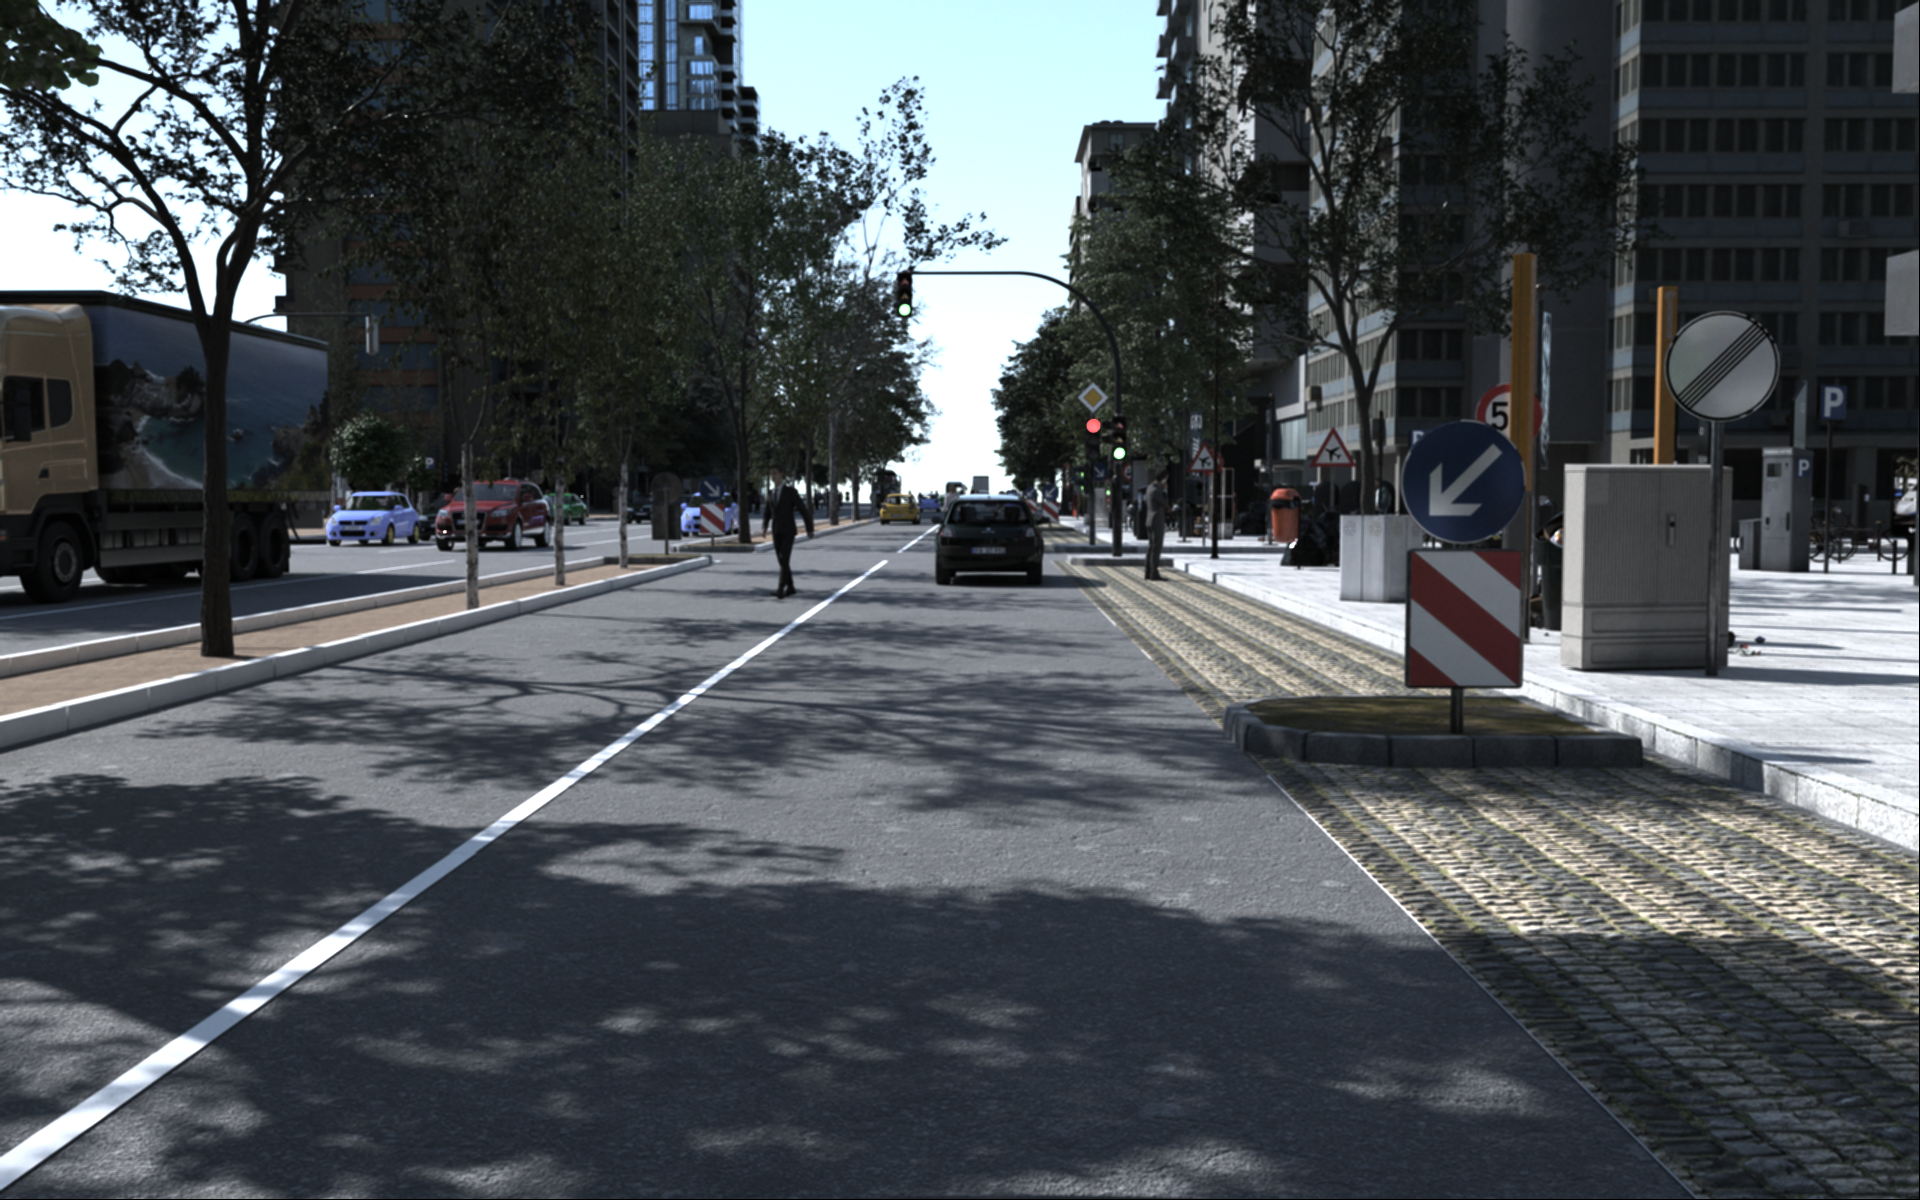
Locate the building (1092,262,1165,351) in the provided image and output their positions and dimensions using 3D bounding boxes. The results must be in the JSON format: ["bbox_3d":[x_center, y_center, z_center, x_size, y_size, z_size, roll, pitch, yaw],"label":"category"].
[{"bbox_3d":[23.700,-27.465,220.758,14.160,30.474,14.107,0,4,1],"label":"building"}]

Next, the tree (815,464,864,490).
[{"bbox_3d":[-19.232,-21.202,263.651,9.611,12.733,9.660,0,3,0],"label":"tree"}]

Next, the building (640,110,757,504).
[{"bbox_3d":[-38.221,-36.608,222.238,21.300,48.544,21.600,0,4,1],"label":"building"}]

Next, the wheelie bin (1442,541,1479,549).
[{"bbox_3d":[8.066,-1.202,27.562,0.980,1.594,0.693,-3,5,-43],"label":"wheelie bin"}]

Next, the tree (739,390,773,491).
[{"bbox_3d":[-20.235,-16.274,184.202,7.486,12.596,7.792,0,3,0],"label":"tree"}]

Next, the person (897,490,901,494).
[{"bbox_3d":[-4.459,-7.036,124.276,1.217,1.736,0.721,-2,4,-33],"label":"person"}]

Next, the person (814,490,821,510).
[{"bbox_3d":[-13.056,-9.164,158.311,0.705,1.826,1.348,-2,4,-29],"label":"person"}]

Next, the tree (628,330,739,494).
[{"bbox_3d":[-21.099,-13.653,129.880,9.857,13.997,8.962,0,3,0],"label":"tree"}]

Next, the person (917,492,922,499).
[{"bbox_3d":[-5.186,-13.290,226.341,0.990,1.755,0.434,2,4,30],"label":"person"}]

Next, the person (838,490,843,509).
[{"bbox_3d":[-11.321,-9.331,161.018,0.705,1.831,1.348,-3,4,-37],"label":"person"}]

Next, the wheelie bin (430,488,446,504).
[{"bbox_3d":[-26.843,-4.959,88.984,0.980,1.594,0.693,0,4,0],"label":"wheelie bin"}]

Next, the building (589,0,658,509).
[{"bbox_3d":[-38.052,-44.018,157.944,20.563,71.187,20.611,0,4,1],"label":"building"}]

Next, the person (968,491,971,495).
[{"bbox_3d":[1.255,-11.207,191.699,1.348,1.831,0.705,1,4,16],"label":"person"}]

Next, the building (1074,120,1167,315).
[{"bbox_3d":[30.841,-39.868,241.077,28.713,52.752,27.495,0,4,1],"label":"building"}]

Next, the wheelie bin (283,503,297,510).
[{"bbox_3d":[-30.898,-4.415,80.094,0.980,1.594,0.693,-3,5,-44],"label":"wheelie bin"}]

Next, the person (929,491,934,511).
[{"bbox_3d":[-2.480,-8.633,150.365,1.217,1.736,0.721,0,4,4],"label":"person"}]

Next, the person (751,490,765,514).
[{"bbox_3d":[-14.370,-6.962,123.015,1.217,1.739,0.721,2,4,30],"label":"person"}]

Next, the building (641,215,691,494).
[{"bbox_3d":[-35.734,-24.770,176.686,14.160,30.474,14.107,0,4,1],"label":"building"}]

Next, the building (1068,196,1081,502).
[{"bbox_3d":[27.858,-39.272,265.790,21.300,48.544,21.600,0,4,1],"label":"building"}]

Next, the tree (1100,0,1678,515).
[{"bbox_3d":[6.249,-5.604,26.037,8.767,10.594,7.601,1,4,8],"label":"tree"}]

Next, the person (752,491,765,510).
[{"bbox_3d":[-17.858,-8.804,153.176,1.217,1.736,0.721,1,4,13],"label":"person"}]

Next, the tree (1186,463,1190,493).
[{"bbox_3d":[11.532,-5.864,90.478,1.663,3.219,1.824,0,3,0],"label":"tree"}]

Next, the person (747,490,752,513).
[{"bbox_3d":[-16.175,-7.552,132.785,0.445,1.727,0.742,0,4,-3],"label":"person"}]

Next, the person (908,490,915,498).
[{"bbox_3d":[-4.859,-9.688,166.908,1.348,1.823,0.705,-2,4,-31],"label":"person"}]

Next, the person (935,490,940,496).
[{"bbox_3d":[-2.593,-11.305,192.970,1.348,1.869,0.705,-2,4,-24],"label":"person"}]

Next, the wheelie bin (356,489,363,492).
[{"bbox_3d":[-35.990,-5.847,103.514,0.980,1.594,0.693,2,4,27],"label":"wheelie bin"}]

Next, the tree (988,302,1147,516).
[{"bbox_3d":[6.342,-11.401,103.418,9.611,12.733,9.660,0,3,0],"label":"tree"}]

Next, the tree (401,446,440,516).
[{"bbox_3d":[-21.883,-4.636,70.398,1.663,3.219,1.824,0,3,0],"label":"tree"}]

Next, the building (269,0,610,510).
[{"bbox_3d":[-39.801,-29.277,133.299,22.147,44.769,28.867,0,4,1],"label":"building"}]

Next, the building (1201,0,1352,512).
[{"bbox_3d":[29.436,-31.467,103.724,28.713,52.752,27.495,0,4,1],"label":"building"}]

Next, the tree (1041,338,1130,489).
[{"bbox_3d":[5.908,-7.814,78.115,4.737,8.622,4.395,0,3,0],"label":"tree"}]

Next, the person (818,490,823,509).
[{"bbox_3d":[-13.702,-9.829,169.072,0.709,1.838,0.599,0,4,-2],"label":"person"}]

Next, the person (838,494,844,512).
[{"bbox_3d":[-9.902,-7.882,140.592,0.991,1.433,0.599,0,4,-7],"label":"person"}]

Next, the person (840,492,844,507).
[{"bbox_3d":[-13.457,-11.346,194.823,0.721,1.723,1.217,3,4,38],"label":"person"}]

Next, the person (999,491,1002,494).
[{"bbox_3d":[3.701,-8.827,153.620,0.742,1.727,0.445,-3,5,-41],"label":"person"}]

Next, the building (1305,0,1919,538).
[{"bbox_3d":[26.837,-22.874,65.872,23.993,40.220,32.217,0,4,1],"label":"building"}]

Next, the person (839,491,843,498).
[{"bbox_3d":[-15.306,-13.112,222.889,0.705,1.822,1.348,0,4,7],"label":"person"}]

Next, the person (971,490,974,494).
[{"bbox_3d":[0.796,-6.818,120.685,0.721,1.736,1.217,-3,5,-43],"label":"person"}]

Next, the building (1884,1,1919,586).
[{"bbox_3d":[22.721,-23.872,9.913,23.786,49.044,30.456,0,4,1],"label":"building"}]

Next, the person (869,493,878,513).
[{"bbox_3d":[-6.514,-7.442,130.183,0.705,1.823,1.348,-2,4,-29],"label":"person"}]

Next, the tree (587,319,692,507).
[{"bbox_3d":[-20.603,-11.590,107.628,7.486,12.596,7.792,0,3,0],"label":"tree"}]

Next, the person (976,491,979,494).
[{"bbox_3d":[1.716,-9.419,162.946,0.568,1.767,0.683,0,4,-1],"label":"person"}]

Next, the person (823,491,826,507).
[{"bbox_3d":[-14.550,-10.772,185.335,1.217,1.735,0.721,0,4,2],"label":"person"}]

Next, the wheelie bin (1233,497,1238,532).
[{"bbox_3d":[9.150,-3.137,59.191,0.693,1.594,0.980,0,4,2],"label":"wheelie bin"}]

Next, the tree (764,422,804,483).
[{"bbox_3d":[-19.901,-15.990,195.841,7.601,10.594,8.767,1,4,20],"label":"tree"}]

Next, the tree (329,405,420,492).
[{"bbox_3d":[-21.717,-4.904,63.901,4.285,4.588,4.351,0,3,0],"label":"tree"}]

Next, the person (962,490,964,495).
[{"bbox_3d":[0.209,-10.309,177.144,0.705,1.812,1.348,1,4,19],"label":"person"}]

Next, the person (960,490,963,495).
[{"bbox_3d":[0.042,-8.241,143.926,0.721,1.739,1.217,-2,4,-26],"label":"person"}]

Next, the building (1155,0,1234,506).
[{"bbox_3d":[27.629,-31.840,140.185,23.786,49.044,30.456,0,4,1],"label":"building"}]

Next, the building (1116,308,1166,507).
[{"bbox_3d":[30.289,-19.937,171.006,27.650,21.520,28.899,0,4,1],"label":"building"}]

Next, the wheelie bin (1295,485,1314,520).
[{"bbox_3d":[12.226,-3.286,61.627,0.980,1.594,0.693,2,4,24],"label":"wheelie bin"}]

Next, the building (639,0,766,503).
[{"bbox_3d":[-39.096,-57.167,247.344,22.319,86.520,31.000,0,4,1],"label":"building"}]

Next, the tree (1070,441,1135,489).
[{"bbox_3d":[6.981,-6.184,84.824,4.285,4.588,4.351,0,3,0],"label":"tree"}]

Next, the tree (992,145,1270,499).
[{"bbox_3d":[6.531,-8.494,57.007,7.486,12.596,7.792,0,3,0],"label":"tree"}]
